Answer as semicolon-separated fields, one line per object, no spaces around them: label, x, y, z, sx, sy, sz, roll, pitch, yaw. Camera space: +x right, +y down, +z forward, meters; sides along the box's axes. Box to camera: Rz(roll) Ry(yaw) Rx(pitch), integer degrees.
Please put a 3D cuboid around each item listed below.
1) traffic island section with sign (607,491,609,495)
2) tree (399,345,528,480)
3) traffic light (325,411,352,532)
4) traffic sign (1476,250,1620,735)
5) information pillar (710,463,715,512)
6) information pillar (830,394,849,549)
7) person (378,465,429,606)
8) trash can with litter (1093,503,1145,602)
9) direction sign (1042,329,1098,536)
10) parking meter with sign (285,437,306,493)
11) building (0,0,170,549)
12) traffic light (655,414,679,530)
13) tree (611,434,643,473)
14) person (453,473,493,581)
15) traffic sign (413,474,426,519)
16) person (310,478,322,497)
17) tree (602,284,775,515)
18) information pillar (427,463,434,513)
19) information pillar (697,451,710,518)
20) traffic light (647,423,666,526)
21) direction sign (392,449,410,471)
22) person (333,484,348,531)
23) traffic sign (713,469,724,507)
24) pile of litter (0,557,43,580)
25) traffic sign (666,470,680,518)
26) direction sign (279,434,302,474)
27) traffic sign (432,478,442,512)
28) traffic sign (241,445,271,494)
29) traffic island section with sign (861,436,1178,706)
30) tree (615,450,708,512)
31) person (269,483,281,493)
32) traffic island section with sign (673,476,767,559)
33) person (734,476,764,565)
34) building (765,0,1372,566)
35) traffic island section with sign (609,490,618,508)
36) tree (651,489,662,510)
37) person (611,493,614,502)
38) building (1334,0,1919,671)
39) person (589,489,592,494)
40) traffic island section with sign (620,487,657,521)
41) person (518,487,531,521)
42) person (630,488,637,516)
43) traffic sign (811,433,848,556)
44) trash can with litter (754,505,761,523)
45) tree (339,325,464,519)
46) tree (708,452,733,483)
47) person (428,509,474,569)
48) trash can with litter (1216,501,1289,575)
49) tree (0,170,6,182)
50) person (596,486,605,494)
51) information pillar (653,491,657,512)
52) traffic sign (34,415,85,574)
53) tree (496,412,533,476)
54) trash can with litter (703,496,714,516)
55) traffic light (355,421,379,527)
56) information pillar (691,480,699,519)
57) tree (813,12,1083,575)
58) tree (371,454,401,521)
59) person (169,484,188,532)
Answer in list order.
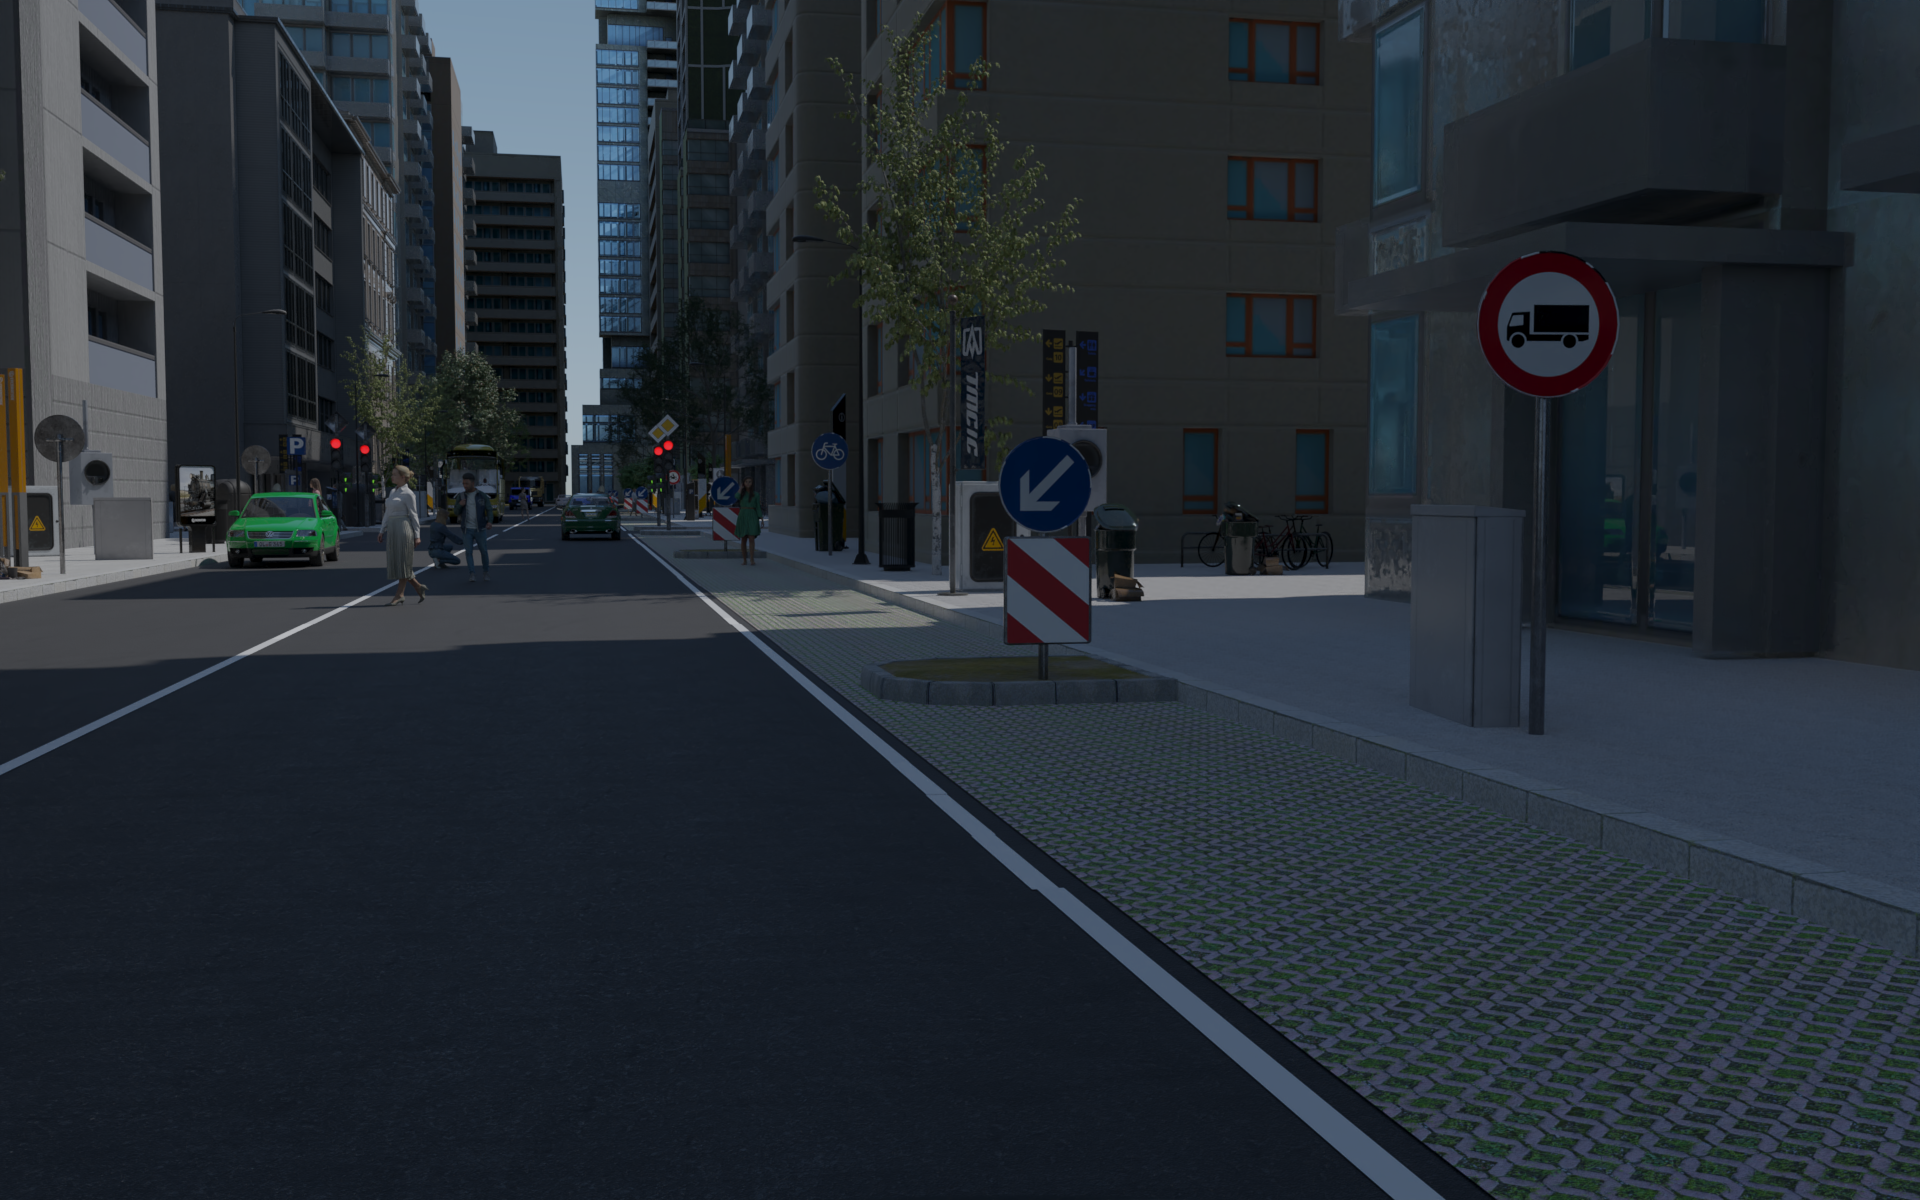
traffic island section with sign;-33.668;-9.768;168.331;1.989;1.847;2.006;-1;4;-12
tree;-38.273;-13.247;133.598;9.611;12.733;9.660;0;3;0
traffic light;-21.050;-4.264;58.630;0.839;4.253;0.868;-1;4;-12
traffic sign;3.080;-0.555;9.177;0.768;2.556;0.104;0;4;-4
information pillar;-17.974;-8.191;125.274;0.504;3.616;0.183;-3;4;-36
information pillar;-2.827;-2.997;40.348;0.183;3.616;0.504;3;4;36
person;-7.158;-0.832;22.334;0.641;1.798;0.478;-3;5;-43
trash can with litter;2.003;-0.592;21.070;0.624;1.170;1.055;-1;4;-12
direction sign;1.532;-1.960;24.045;0.876;3.537;0.379;-2;4;-27
parking meter with sign;-20.637;-3.513;53.699;0.543;3.016;1.738;-2;4;-26
building;-35.803;-30.547;41.445;28.212;58.520;21.231;-1;4;-12
traffic light;-10.294;-4.408;60.985;0.839;4.253;0.868;-1;4;-12
tree;-40.081;-15.807;208.800;4.360;8.622;3.978;0;3;0
person;-8.004;-1.202;28.494;0.623;1.781;0.721;-1;4;-19
traffic sign;-28.073;-5.374;89.996;0.606;2.300;0.079;-1;4;-12
person;-16.204;-2.136;43.428;0.388;1.821;0.555;-2;4;-33
tree;-11.183;-8.761;77.649;7.601;10.594;8.767;0;4;1
information pillar;-36.437;-7.823;119.267;0.504;3.616;0.183;-2;4;-27
information pillar;-13.977;-6.262;93.745;0.504;3.616;0.183;1;4;18
traffic light;-11.997;-4.885;68.787;0.839;4.253;0.868;-1;4;-12
direction sign;-28.028;-5.801;86.851;0.876;3.537;0.379;0;4;1
person;-23.150;-3.404;64.252;0.767;1.812;0.694;0;4;3
traffic sign;-9.457;-4.061;68.527;0.606;2.300;0.079;0;4;-8
pile of litter;-14.700;-0.767;26.506;1.176;0.858;1.719;-2;4;-32
traffic sign;-15.116;-5.581;91.359;0.768;2.556;0.104;0;4;-3
direction sign;-25.393;-4.511;65.757;0.876;3.537;0.379;0;4;3
traffic sign;-32.456;-6.444;107.485;0.606;2.300;0.079;0;4;-4
traffic sign;-18.410;-2.765;45.314;0.768;2.556;0.104;0;4;-4
traffic island section with sign;0.324;-0.244;12.617;1.989;1.847;2.006;-1;4;-12
tree;-20.266;-8.136;116.734;4.285;4.588;4.351;0;3;0
person;-23.784;-3.152;60.226;0.537;1.800;0.526;-1;4;-15
traffic island section with sign;-5.454;-1.864;39.099;1.989;1.847;2.006;-1;4;-12
person;-4.231;-1.585;34.666;0.600;1.795;0.529;-1;4;-15
building;10.040;-12.373;47.344;27.650;21.520;28.899;-1;4;-12
traffic island section with sign;-23.036;-6.791;119.657;1.989;1.847;2.006;-1;4;-12
tree;-24.108;-8.805;138.560;1.663;3.219;1.824;0;3;0
person;-27.148;-7.594;135.257;0.503;1.515;0.523;2;4;32
building;17.036;-23.849;9.536;23.786;49.044;30.456;-1;4;-12
person;-29.682;-8.016;139.576;0.388;1.821;0.555;0;4;-4
traffic island section with sign;-17.200;-5.157;92.947;1.989;1.847;2.006;-1;4;-12
person;-23.022;-5.061;91.582;0.599;1.781;0.374;1;4;21
person;-20.858;-6.240;110.747;0.641;1.798;0.478;3;4;36
traffic sign;-2.701;-2.197;36.029;0.768;2.556;0.104;0;4;-5
trash can with litter;-8.819;-3.735;72.460;1.055;1.170;0.624;3;5;39
tree;-25.201;-7.690;76.095;4.737;8.622;4.395;0;3;0
tree;-18.455;-8.816;127.856;4.285;4.588;4.351;0;3;0
person;-10.000;-1.199;33.598;0.738;1.151;1.012;-3;5;-41
trash can with litter;4.651;-0.986;27.515;1.055;1.170;0.624;-1;4;-12
tree;-13.153;-4.266;20.118;4.360;8.622;3.978;0;3;0
person;-15.659;-4.091;75.573;0.537;1.800;0.526;1;4;13
information pillar;-21.355;-7.960;121.498;0.183;3.616;0.504;3;4;37
traffic sign;-14.420;-1.691;27.762;0.768;2.556;0.104;0;4;-8
tree;-56.914;-17.712;215.353;9.928;11.665;9.643;0;3;0
trash can with litter;-14.358;-5.435;99.920;1.678;1.210;2.233;-2;4;-29
traffic light;-22.753;-4.741;66.432;0.839;4.253;0.868;-1;4;-12
information pillar;-13.400;-5.083;87.606;0.304;2.012;0.304;-2;4;-25
tree;-0.320;-4.684;26.943;4.737;8.622;4.395;0;3;0
tree;-27.287;-5.375;82.486;1.663;3.219;1.824;0;3;0
person;-28.242;-3.333;63.217;1.509;1.804;0.699;0;4;-7
